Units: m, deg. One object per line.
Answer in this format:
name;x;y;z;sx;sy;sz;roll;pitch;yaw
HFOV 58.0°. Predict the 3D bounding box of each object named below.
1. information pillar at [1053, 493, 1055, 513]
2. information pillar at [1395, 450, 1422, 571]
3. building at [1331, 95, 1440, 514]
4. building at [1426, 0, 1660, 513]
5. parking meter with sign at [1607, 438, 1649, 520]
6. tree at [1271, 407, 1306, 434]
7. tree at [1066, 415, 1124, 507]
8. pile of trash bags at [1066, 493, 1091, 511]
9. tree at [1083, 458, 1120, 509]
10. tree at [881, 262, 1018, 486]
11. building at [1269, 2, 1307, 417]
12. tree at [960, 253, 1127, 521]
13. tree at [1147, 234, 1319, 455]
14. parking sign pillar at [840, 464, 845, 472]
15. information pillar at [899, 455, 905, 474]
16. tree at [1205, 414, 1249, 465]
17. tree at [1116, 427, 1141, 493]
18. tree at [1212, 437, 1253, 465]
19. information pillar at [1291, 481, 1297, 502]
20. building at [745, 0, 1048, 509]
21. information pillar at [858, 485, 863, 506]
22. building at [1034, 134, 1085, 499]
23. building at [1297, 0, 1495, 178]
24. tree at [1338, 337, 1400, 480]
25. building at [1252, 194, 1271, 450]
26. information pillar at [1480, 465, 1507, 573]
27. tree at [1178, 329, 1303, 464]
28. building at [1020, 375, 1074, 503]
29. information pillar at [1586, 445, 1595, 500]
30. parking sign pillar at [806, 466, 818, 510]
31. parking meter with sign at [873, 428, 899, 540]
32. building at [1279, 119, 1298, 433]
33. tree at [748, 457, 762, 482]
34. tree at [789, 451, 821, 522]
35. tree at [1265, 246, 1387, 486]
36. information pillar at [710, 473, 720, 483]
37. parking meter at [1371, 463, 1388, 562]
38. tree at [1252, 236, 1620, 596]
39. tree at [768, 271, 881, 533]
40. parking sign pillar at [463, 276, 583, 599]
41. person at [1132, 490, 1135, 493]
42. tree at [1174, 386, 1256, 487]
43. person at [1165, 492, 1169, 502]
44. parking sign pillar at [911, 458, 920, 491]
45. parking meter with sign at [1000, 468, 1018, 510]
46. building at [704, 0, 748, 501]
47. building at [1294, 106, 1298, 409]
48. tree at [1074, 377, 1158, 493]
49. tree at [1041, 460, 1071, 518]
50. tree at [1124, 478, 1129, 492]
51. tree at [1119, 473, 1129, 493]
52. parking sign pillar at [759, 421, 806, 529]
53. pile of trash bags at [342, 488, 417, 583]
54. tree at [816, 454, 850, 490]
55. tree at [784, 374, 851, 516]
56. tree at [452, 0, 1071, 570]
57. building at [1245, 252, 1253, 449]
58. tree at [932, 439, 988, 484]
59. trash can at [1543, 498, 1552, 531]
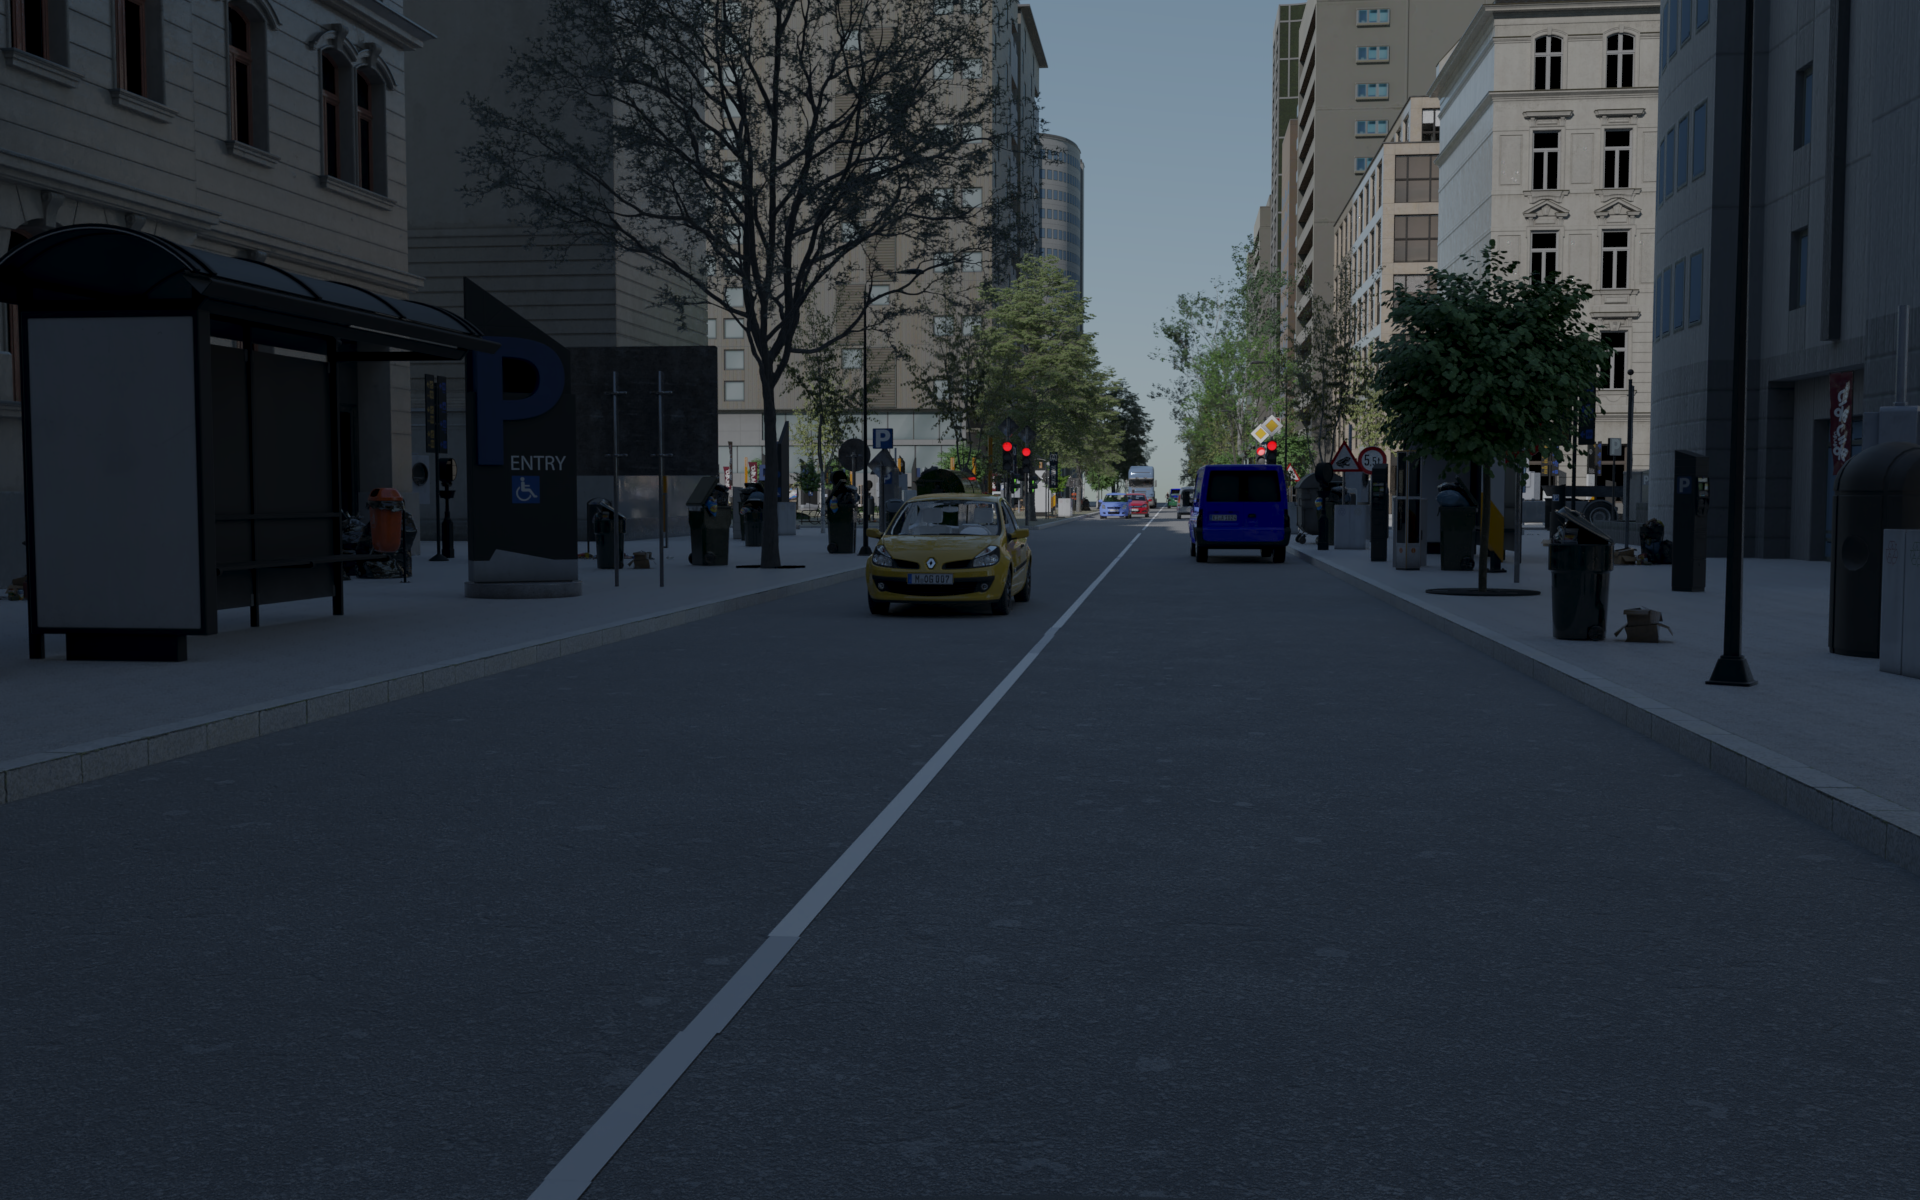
information pillar;6.243;-7.696;117.185;0.504;3.616;0.183;0;4;-4
information pillar;7.548;-1.507;29.134;0.304;2.012;0.304;-1;4;-22
building;38.104;-19.573;124.537;19.350;26.468;34.151;0;4;7
building;45.574;-18.641;81.203;44.131;29.872;17.030;0;4;7
parking meter with sign;20.722;-3.474;53.057;0.543;3.016;1.738;-2;4;-32
tree;25.911;-11.523;138.755;4.737;8.622;4.395;0;3;0
tree;10.138;-11.609;140.176;4.360;8.622;3.978;0;3;0
pile of trash bags;8.950;-7.549;133.173;1.912;1.369;3.447;0;4;-5
tree;12.372;-10.311;152.294;4.285;4.588;4.351;0;3;0
tree;0.086;-6.363;54.391;4.360;8.622;3.978;0;3;0
building;53.892;-49.793;252.374;20.563;71.187;20.611;0;4;7
tree;3.622;-10.004;81.695;7.486;12.596;7.792;0;3;0
tree;20.359;-16.702;128.974;12.611;20.169;13.585;0;3;0
parking sign pillar;-9.084;-8.852;133.196;1.447;3.967;1.447;0;4;-4
information pillar;-3.498;-6.916;104.437;0.183;3.616;0.504;3;5;39
tree;23.615;-12.491;154.597;4.737;8.622;4.395;0;3;0
tree;20.387;-17.593;222.062;7.601;10.594;8.767;0;4;-3
tree;14.425;-5.753;77.768;4.285;4.588;4.351;0;3;0
information pillar;15.632;-4.673;80.901;0.304;2.012;0.304;0;4;8
building;-5.628;-36.666;188.722;28.713;52.752;27.495;0;4;7
information pillar;-8.033;-8.283;139.914;0.304;2.012;0.304;2;4;29
building;8.732;-45.128;279.843;21.231;58.520;28.212;0;4;7
building;41.338;-32.392;153.305;21.300;48.544;21.600;0;4;7
tree;19.712;-8.065;82.225;4.737;8.622;4.395;0;3;0
building;57.501;-39.764;273.845;21.300;48.544;21.600;0;4;7
information pillar;8.667;-2.248;28.103;0.504;3.616;0.183;-2;4;-34
tree;17.417;-11.128;107.706;9.928;11.665;9.643;0;3;0
building;2.042;-24.957;253.079;27.650;21.520;28.899;0;4;7
information pillar;26.544;-4.990;72.939;0.504;3.616;0.183;-3;4;-38
parking sign pillar;-11.581;-8.839;132.983;1.447;3.967;1.447;-3;4;-37
parking meter with sign;-1.889;-3.085;46.708;0.543;3.016;1.738;1;4;10
building;44.785;-33.746;201.862;14.600;45.320;14.200;0;4;7
tree;-14.947;-9.215;134.374;4.285;4.588;4.351;0;3;0
tree;-6.774;-5.154;78.871;1.663;3.219;1.824;0;3;0
tree;11.099;-6.242;52.421;4.360;8.622;3.978;0;3;0
information pillar;-8.623;-3.447;60.843;0.304;2.012;0.304;1;4;13
parking meter;7.982;-1.666;32.953;0.255;1.863;0.399;2;4;23
tree;6.718;-2.353;22.183;4.285;4.588;4.351;0;3;0
tree;-4.242;-6.484;56.378;4.360;8.622;3.978;0;3;0
parking sign pillar;-5.500;-2.034;21.720;1.447;3.967;1.447;-2;4;-25
person;13.099;-7.498;131.487;0.834;1.777;0.661;1;4;10
tree;26.923;-16.010;178.765;9.611;12.733;9.660;0;3;0
person;35.272;-17.424;293.940;0.990;1.755;0.434;1;4;12
parking sign pillar;-3.300;-8.589;128.898;1.447;3.967;1.447;-1;4;-12
parking meter with sign;2.988;-7.149;113.145;0.543;3.016;1.738;3;5;43
building;-8.982;-35.000;161.483;28.713;52.752;27.495;0;4;7
building;46.430;-34.204;178.838;23.786;49.044;30.456;0;4;7
tree;16.588;-17.210;188.040;9.857;13.997;8.962;0;3;0
tree;5.316;-6.109;94.484;1.663;3.219;1.824;0;3;0
tree;24.616;-18.807;257.857;4.360;8.622;3.978;0;3;0
tree;29.757;-21.243;297.686;4.737;8.622;4.395;0;3;0
parking sign pillar;-6.567;-4.570;63.189;1.447;3.967;1.447;0;4;7
pile of trash bags;-9.093;-0.995;26.026;1.912;1.369;3.447;-3;4;-38
tree;-10.270;-9.690;142.138;4.285;4.588;4.351;0;3;0
tree;-8.310;-9.316;102.676;4.737;8.622;4.395;0;3;0
tree;-3.239;-7.284;29.467;12.009;13.543;11.850;0;3;0
building;55.233;-37.229;292.294;14.154;41.232;14.086;0;4;7
tree;0.068;-7.153;100.672;4.285;4.588;4.351;0;3;0
trash can;20.717;-2.982;60.404;0.748;1.137;0.748;0;3;0
